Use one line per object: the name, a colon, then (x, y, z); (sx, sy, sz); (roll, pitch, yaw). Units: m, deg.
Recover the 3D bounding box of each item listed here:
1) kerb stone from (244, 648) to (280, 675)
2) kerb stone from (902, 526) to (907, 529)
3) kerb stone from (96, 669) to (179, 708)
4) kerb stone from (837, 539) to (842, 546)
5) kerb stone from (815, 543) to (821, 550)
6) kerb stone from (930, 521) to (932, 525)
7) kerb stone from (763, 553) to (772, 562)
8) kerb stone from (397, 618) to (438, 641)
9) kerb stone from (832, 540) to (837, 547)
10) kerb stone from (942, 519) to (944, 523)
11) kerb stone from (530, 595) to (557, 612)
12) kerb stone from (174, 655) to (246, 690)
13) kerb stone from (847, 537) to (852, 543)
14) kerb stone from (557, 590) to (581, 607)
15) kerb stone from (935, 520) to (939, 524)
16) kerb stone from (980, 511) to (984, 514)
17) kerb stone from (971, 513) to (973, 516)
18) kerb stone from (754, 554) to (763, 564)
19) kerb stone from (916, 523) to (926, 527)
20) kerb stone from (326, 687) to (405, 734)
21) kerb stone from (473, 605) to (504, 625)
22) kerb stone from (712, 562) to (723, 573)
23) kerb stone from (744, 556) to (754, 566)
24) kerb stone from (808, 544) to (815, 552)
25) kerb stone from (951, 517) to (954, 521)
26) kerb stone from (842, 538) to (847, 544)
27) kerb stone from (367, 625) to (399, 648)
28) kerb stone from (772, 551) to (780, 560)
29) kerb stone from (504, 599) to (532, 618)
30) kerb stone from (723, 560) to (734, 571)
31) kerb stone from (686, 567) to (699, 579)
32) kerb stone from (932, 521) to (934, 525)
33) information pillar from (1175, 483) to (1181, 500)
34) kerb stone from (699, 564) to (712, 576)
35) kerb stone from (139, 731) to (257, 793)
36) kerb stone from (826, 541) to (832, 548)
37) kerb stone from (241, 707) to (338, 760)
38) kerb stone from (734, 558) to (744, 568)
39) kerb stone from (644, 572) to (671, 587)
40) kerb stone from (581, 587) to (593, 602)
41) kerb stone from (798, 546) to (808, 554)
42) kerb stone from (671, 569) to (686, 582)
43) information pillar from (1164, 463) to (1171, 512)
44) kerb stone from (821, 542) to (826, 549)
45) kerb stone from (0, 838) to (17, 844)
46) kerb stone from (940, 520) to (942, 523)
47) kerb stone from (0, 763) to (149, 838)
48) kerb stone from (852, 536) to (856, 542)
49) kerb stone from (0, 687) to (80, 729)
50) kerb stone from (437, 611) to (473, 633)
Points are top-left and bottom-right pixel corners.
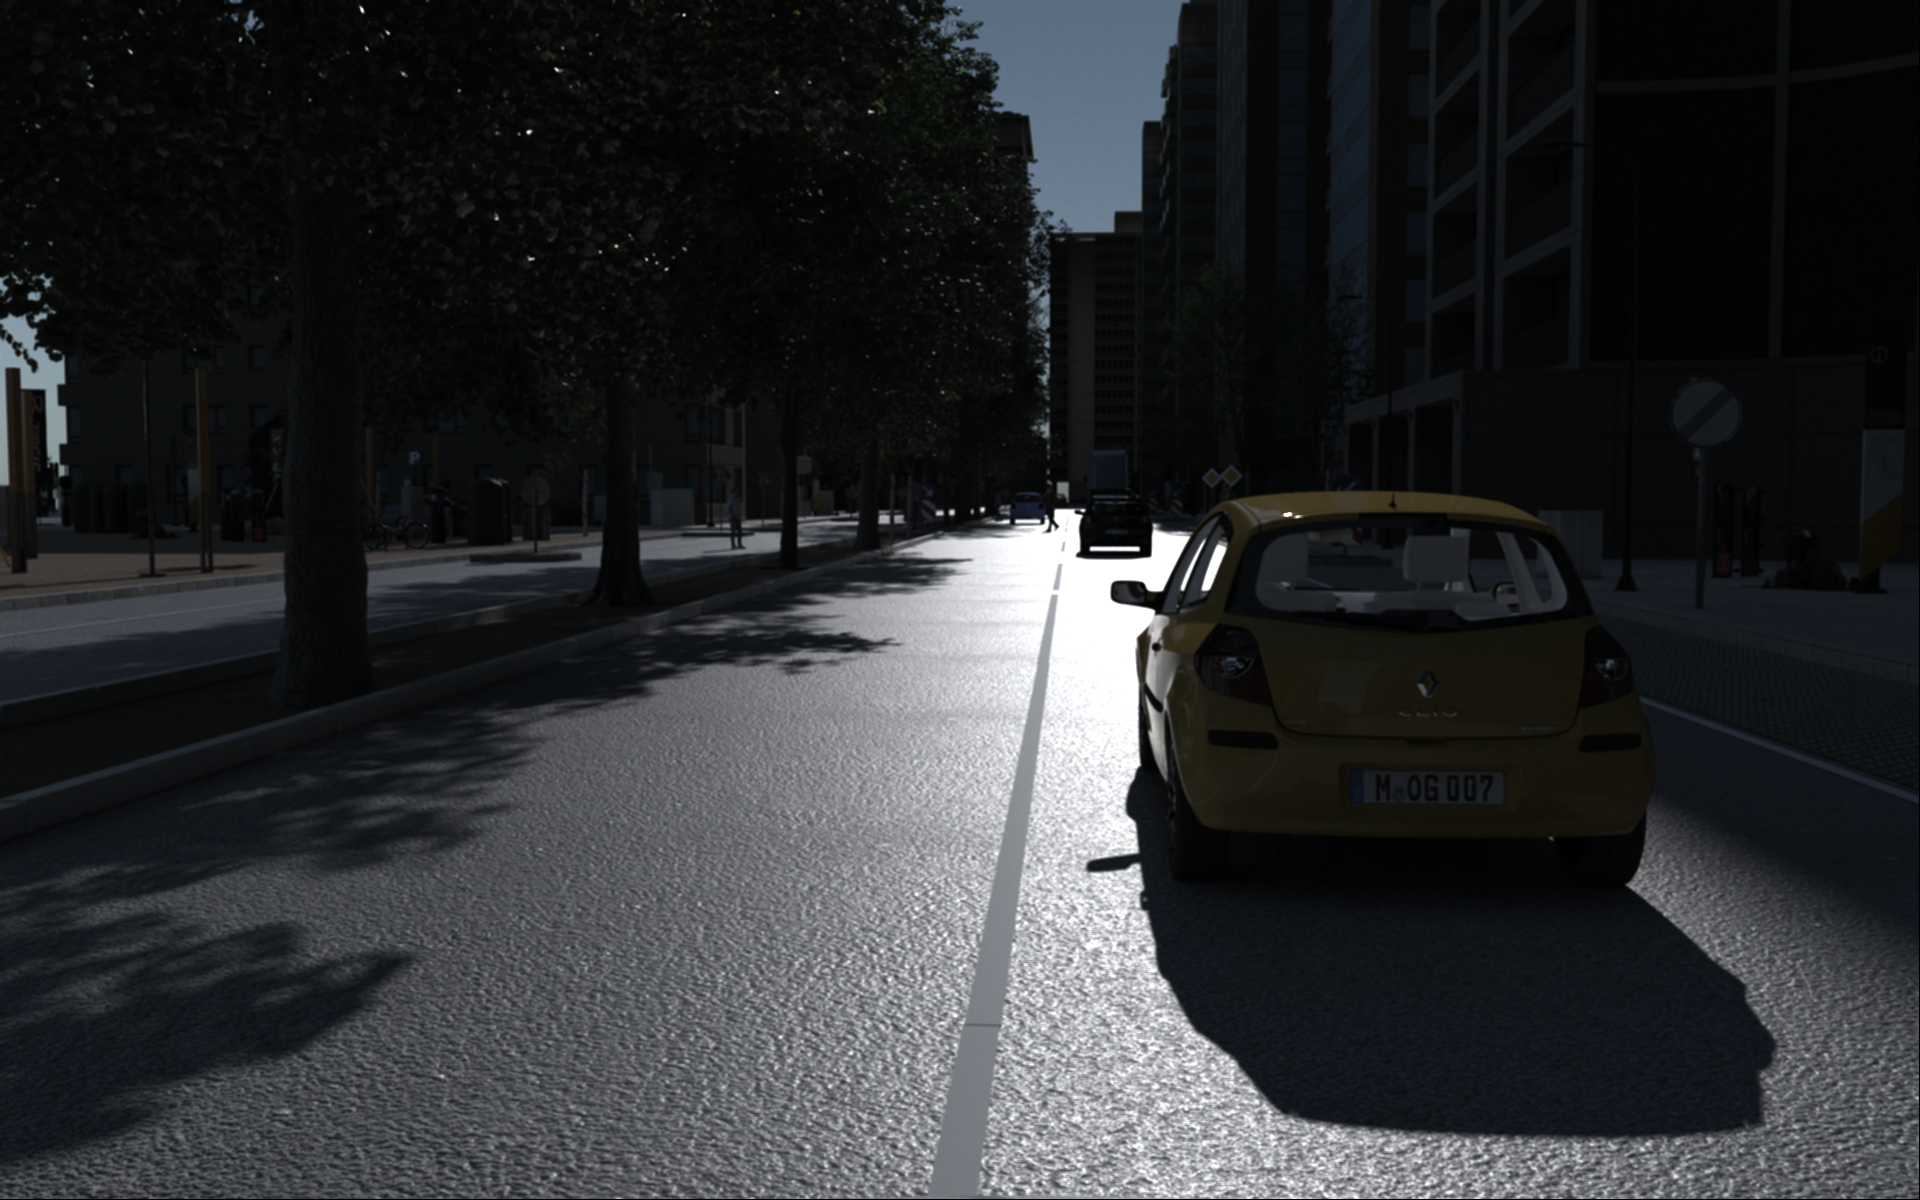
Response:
kerb stone: (-5.639, 0.496, 14.092); (0.120, 0.150, 1.000); (0, 4, 4)
kerb stone: (-2.091, -2.851, 68.814); (0.120, 0.150, 1.000); (0, 4, 4)
kerb stone: (-5.761, 0.621, 12.040); (0.120, 0.150, 1.000); (0, 4, 4)
kerb stone: (-3.448, -1.567, 47.819); (0.120, 0.150, 1.000); (0, 4, 4)
kerb stone: (-3.705, -1.317, 43.733); (0.120, 0.150, 1.000); (0, 4, 4)
kerb stone: (-1.490, -3.415, 78.025); (0.120, 0.150, 1.000); (0, 4, 4)
kerb stone: (-4.174, -0.880, 36.585); (0.120, 0.150, 1.000); (0, 4, 4)
kerb stone: (-5.440, 0.308, 17.157); (0.120, 0.150, 1.000); (0, 4, 4)
kerb stone: (-3.524, -1.503, 46.797); (0.120, 0.150, 1.000); (0, 4, 4)
kerb stone: (-1.027, -3.854, 85.211); (0.120, 0.150, 1.000); (0, 4, 4)
kerb stone: (-5.177, 0.059, 21.238); (0.120, 0.150, 1.000); (0, 4, 4)
kerb stone: (-5.700, 0.559, 13.063); (0.120, 0.150, 1.000); (0, 4, 4)
kerb stone: (-3.316, -1.691, 49.859); (0.120, 0.150, 1.000); (0, 4, 4)
kerb stone: (-5.107, 0.005, 22.258); (0.120, 0.150, 1.000); (0, 4, 4)
kerb stone: (-1.229, -3.666, 82.129); (0.120, 0.150, 1.000); (0, 4, 4)
kerb stone: (1.764, -6.484, 128.208); (0.120, 0.150, 1.000); (0, 4, 4)
kerb stone: (0.971, -5.731, 115.927); (0.120, 0.150, 1.000); (0, 4, 4)
kerb stone: (-4.241, -0.815, 35.565); (0.120, 0.150, 1.000); (0, 4, 4)
kerb stone: (-1.688, -3.227, 74.962); (0.120, 0.150, 1.000); (0, 4, 4)
kerb stone: (-3.745, 0.694, 10.841); (0.120, 0.150, 1.000); (0, 4, 4)
kerb stone: (-5.306, 0.188, 19.197); (0.120, 0.150, 1.000); (0, 4, 4)
kerb stone: (-4.506, -0.567, 31.473); (0.120, 0.150, 1.000); (0, 4, 4)
kerb stone: (-4.310, -0.751, 34.546); (0.120, 0.150, 1.000); (0, 4, 4)
kerb stone: (-3.781, -1.250, 42.714); (0.120, 0.150, 1.000); (0, 4, 4)
kerb stone: (-0.362, -4.476, 95.480); (0.120, 0.150, 1.000); (0, 4, 4)
kerb stone: (-3.382, -1.627, 48.839); (0.120, 0.150, 1.000); (0, 4, 4)
kerb stone: (-5.506, 0.374, 16.138); (0.120, 0.150, 1.000); (0, 4, 4)
kerb stone: (-4.109, -0.941, 37.605); (0.120, 0.150, 1.000); (0, 4, 4)
kerb stone: (-5.246, 0.125, 20.217); (0.120, 0.150, 1.000); (0, 4, 4)
kerb stone: (-4.442, -0.627, 32.493); (0.120, 0.150, 1.000); (0, 4, 4)
kerb stone: (-4.645, -0.442, 29.419); (0.120, 0.150, 1.000); (0, 4, 4)
kerb stone: (-1.420, -3.477, 79.051); (0.120, 0.150, 1.000); (0, 4, 4)
information pillar: (14.688, -6.858, 116.621); (0.304, 2.012, 0.304); (-2, 4, -32)
kerb stone: (-4.578, -0.505, 30.450); (0.120, 0.150, 1.000); (0, 4, 4)
kerb stone: (-3.881, 0.819, 8.798); (0.120, 0.150, 1.000); (0, 4, 4)
kerb stone: (-3.585, -1.441, 45.776); (0.120, 0.150, 1.000); (0, 4, 4)
kerb stone: (-3.812, 0.757, 9.821); (0.120, 0.150, 1.000); (0, 4, 4)
kerb stone: (-4.379, -0.689, 33.513); (0.120, 0.150, 1.000); (0, 4, 4)
kerb stone: (-4.788, -0.317, 27.378); (0.120, 0.150, 1.000); (0, 4, 4)
kerb stone: (-5.041, -0.063, 23.290); (0.120, 0.150, 1.000); (0, 4, 4)
kerb stone: (-3.849, -1.190, 41.694); (0.120, 0.150, 1.000); (0, 4, 4)
kerb stone: (-4.705, -0.374, 28.397); (0.120, 0.150, 1.000); (0, 4, 4)
information pillar: (15.239, -8.299, 127.036); (0.504, 3.616, 0.183); (0, 4, 3)
kerb stone: (-3.649, -1.378, 44.753); (0.120, 0.150, 1.000); (0, 4, 4)
kerb stone: (-4.010, 0.954, 6.755); (0.120, 0.150, 1.000); (0, 4, 4)
kerb stone: (-1.090, -3.791, 84.180); (0.120, 0.150, 1.000); (0, 4, 4)
kerb stone: (-3.944, 0.882, 7.774); (0.120, 0.150, 1.000); (0, 4, 4)
kerb stone: (-3.250, -1.750, 50.890); (0.120, 0.150, 1.000); (0, 4, 4)
kerb stone: (-5.840, 0.683, 11.021); (0.120, 0.150, 1.000); (0, 4, 4)
kerb stone: (-5.370, 0.247, 18.177); (0.120, 0.150, 1.000); (0, 4, 4)
